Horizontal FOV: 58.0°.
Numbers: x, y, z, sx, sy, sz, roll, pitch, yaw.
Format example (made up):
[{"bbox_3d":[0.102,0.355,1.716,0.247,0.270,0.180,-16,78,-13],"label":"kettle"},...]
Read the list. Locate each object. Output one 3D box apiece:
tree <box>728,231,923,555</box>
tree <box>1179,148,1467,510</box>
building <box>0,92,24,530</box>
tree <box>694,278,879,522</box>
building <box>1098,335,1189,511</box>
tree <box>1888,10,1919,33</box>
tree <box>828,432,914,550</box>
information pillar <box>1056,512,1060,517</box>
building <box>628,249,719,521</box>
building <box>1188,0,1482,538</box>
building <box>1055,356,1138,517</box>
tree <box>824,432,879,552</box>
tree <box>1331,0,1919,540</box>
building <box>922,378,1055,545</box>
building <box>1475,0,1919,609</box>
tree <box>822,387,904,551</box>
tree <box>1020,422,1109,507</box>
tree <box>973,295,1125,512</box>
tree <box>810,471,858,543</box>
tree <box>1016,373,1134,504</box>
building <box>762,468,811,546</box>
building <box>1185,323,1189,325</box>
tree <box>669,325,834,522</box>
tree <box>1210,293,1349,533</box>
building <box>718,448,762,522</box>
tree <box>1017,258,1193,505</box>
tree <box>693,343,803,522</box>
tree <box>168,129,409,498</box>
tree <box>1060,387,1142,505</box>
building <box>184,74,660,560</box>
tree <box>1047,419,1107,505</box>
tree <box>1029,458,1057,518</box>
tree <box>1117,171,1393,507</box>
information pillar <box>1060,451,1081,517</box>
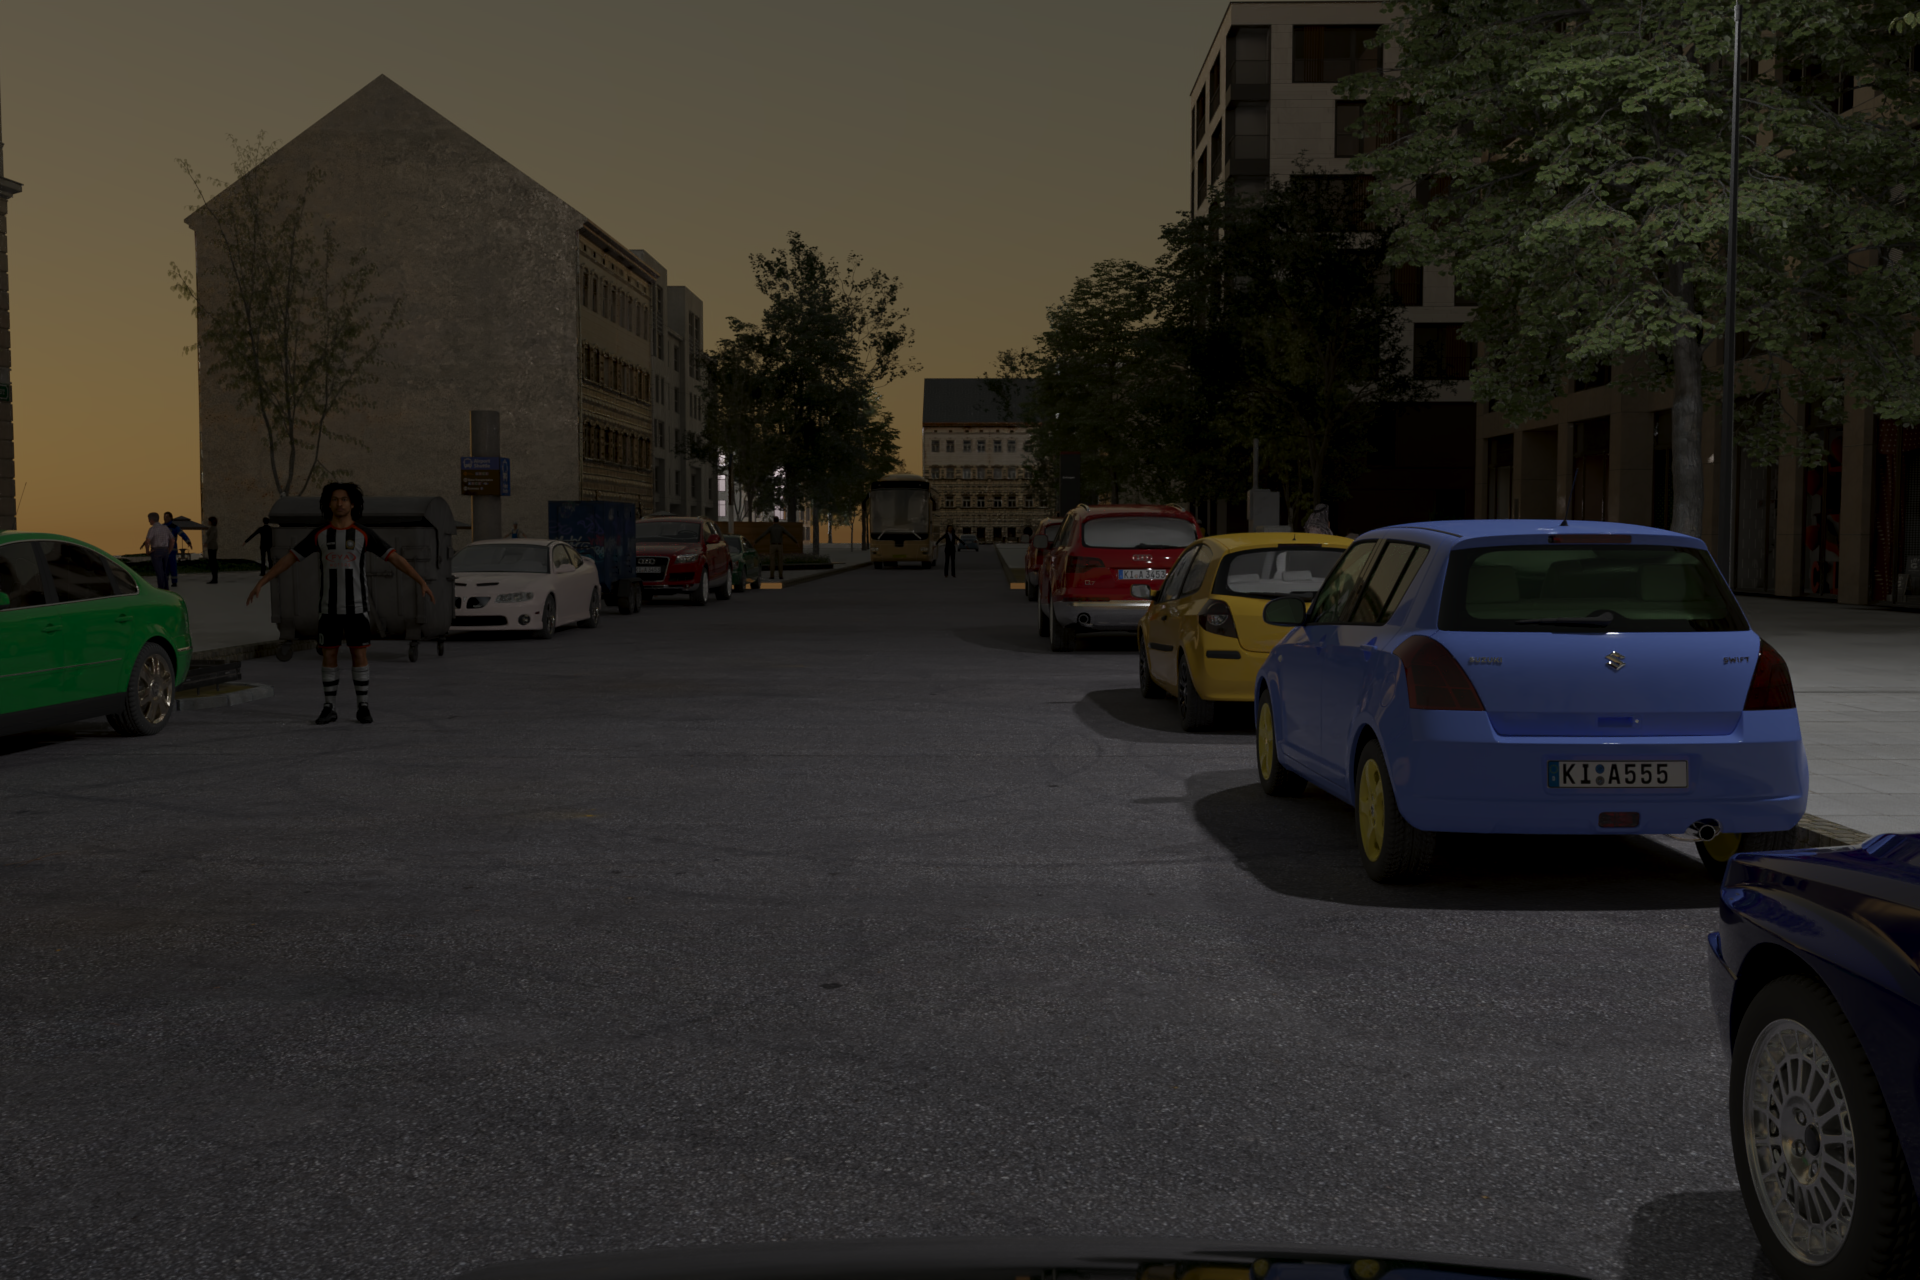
[{"bbox_3d":[-8.549,-15.357,106.981,12.611,20.169,13.585,0,3,0],"label":"tree"},{"bbox_3d":[8.651,-6.638,42.938,7.601,10.594,8.767,-2,4,-34],"label":"tree"},{"bbox_3d":[-32.634,-15.415,37.941,13.634,28.700,20.117,0,4,2],"label":"building"},{"bbox_3d":[-8.641,-11.104,88.213,9.857,13.997,8.962,0,3,0],"label":"tree"},{"bbox_3d":[24.463,-21.431,181.322,19.493,23.208,18.063,0,4,1],"label":"building"},{"bbox_3d":[8.278,-3.677,10.475,4.737,8.622,4.395,0,3,0],"label":"tree"},{"bbox_3d":[-7.497,-12.794,143.589,8.767,10.594,7.601,1,4,20],"label":"tree"},{"bbox_3d":[3.313,-3.226,57.239,0.304,2.012,0.304,0,4,2],"label":"information pillar"},{"bbox_3d":[-27.910,-15.728,123.617,16.747,18.905,31.486,0,4,0],"label":"building"},{"bbox_3d":[24.664,-14.610,82.856,27.936,21.610,32.646,0,4,1],"label":"building"},{"bbox_3d":[25.627,-22.708,215.243,27.936,21.610,32.646,0,4,1],"label":"building"},{"bbox_3d":[-7.785,-10.645,124.415,4.360,8.622,3.978,0,3,0],"label":"tree"},{"bbox_3d":[7.841,-6.198,19.473,7.486,12.596,7.792,0,3,0],"label":"tree"},{"bbox_3d":[4.058,-25.015,242.383,18.063,23.208,19.493,0,4,1],"label":"building"},{"bbox_3d":[24.822,-14.126,34.165,19.351,26.588,34.151,0,4,1],"label":"building"},{"bbox_3d":[-7.734,-13.182,133.647,7.486,12.596,7.792,0,3,0],"label":"tree"},{"bbox_3d":[8.043,-11.831,127.856,7.601,10.594,8.767,-1,4,-15],"label":"tree"},{"bbox_3d":[7.331,-17.401,140.395,12.611,20.169,13.585,0,3,0],"label":"tree"},{"bbox_3d":[-18.003,-20.456,241.118,9.857,13.997,8.962,0,3,0],"label":"tree"},{"bbox_3d":[7.538,-11.432,112.661,9.928,11.665,9.643,0,3,0],"label":"tree"},{"bbox_3d":[-21.482,-15.637,197.815,9.099,9.664,28.070,0,3,0],"label":"building"},{"bbox_3d":[25.802,-17.418,115.720,19.493,23.208,18.063,0,4,1],"label":"building"},{"bbox_3d":[-9.041,-8.681,76.351,8.767,10.594,7.601,2,4,33],"label":"tree"},{"bbox_3d":[9.851,-6.226,52.156,4.737,8.622,4.395,0,3,0],"label":"tree"},{"bbox_3d":[-23.420,-13.727,166.591,9.099,9.664,28.070,0,4,1],"label":"building"},{"bbox_3d":[6.080,-9.421,72.163,7.486,12.596,7.792,0,3,0],"label":"tree"},{"bbox_3d":[-8.718,-7.153,67.310,4.360,8.622,3.978,0,3,0],"label":"tree"},{"bbox_3d":[-12.682,-5.014,32.346,4.360,8.622,3.978,0,3,0],"label":"tree"},{"bbox_3d":[6.471,-8.235,85.012,4.360,8.622,3.978,0,3,0],"label":"tree"},{"bbox_3d":[-27.370,-15.987,92.309,19.493,23.208,18.063,0,4,1],"label":"building"},{"bbox_3d":[6.856,-9.303,102.471,4.360,8.622,3.978,0,3,0],"label":"tree"},{"bbox_3d":[7.598,-12.229,150.311,4.360,8.622,3.978,0,3,0],"label":"tree"},{"bbox_3d":[10.400,-9.402,60.383,9.857,13.997,8.962,0,3,0],"label":"tree"},{"bbox_3d":[3.463,-3.986,54.542,0.750,3.857,0.750,0,4,1],"label":"information pillar"}]
